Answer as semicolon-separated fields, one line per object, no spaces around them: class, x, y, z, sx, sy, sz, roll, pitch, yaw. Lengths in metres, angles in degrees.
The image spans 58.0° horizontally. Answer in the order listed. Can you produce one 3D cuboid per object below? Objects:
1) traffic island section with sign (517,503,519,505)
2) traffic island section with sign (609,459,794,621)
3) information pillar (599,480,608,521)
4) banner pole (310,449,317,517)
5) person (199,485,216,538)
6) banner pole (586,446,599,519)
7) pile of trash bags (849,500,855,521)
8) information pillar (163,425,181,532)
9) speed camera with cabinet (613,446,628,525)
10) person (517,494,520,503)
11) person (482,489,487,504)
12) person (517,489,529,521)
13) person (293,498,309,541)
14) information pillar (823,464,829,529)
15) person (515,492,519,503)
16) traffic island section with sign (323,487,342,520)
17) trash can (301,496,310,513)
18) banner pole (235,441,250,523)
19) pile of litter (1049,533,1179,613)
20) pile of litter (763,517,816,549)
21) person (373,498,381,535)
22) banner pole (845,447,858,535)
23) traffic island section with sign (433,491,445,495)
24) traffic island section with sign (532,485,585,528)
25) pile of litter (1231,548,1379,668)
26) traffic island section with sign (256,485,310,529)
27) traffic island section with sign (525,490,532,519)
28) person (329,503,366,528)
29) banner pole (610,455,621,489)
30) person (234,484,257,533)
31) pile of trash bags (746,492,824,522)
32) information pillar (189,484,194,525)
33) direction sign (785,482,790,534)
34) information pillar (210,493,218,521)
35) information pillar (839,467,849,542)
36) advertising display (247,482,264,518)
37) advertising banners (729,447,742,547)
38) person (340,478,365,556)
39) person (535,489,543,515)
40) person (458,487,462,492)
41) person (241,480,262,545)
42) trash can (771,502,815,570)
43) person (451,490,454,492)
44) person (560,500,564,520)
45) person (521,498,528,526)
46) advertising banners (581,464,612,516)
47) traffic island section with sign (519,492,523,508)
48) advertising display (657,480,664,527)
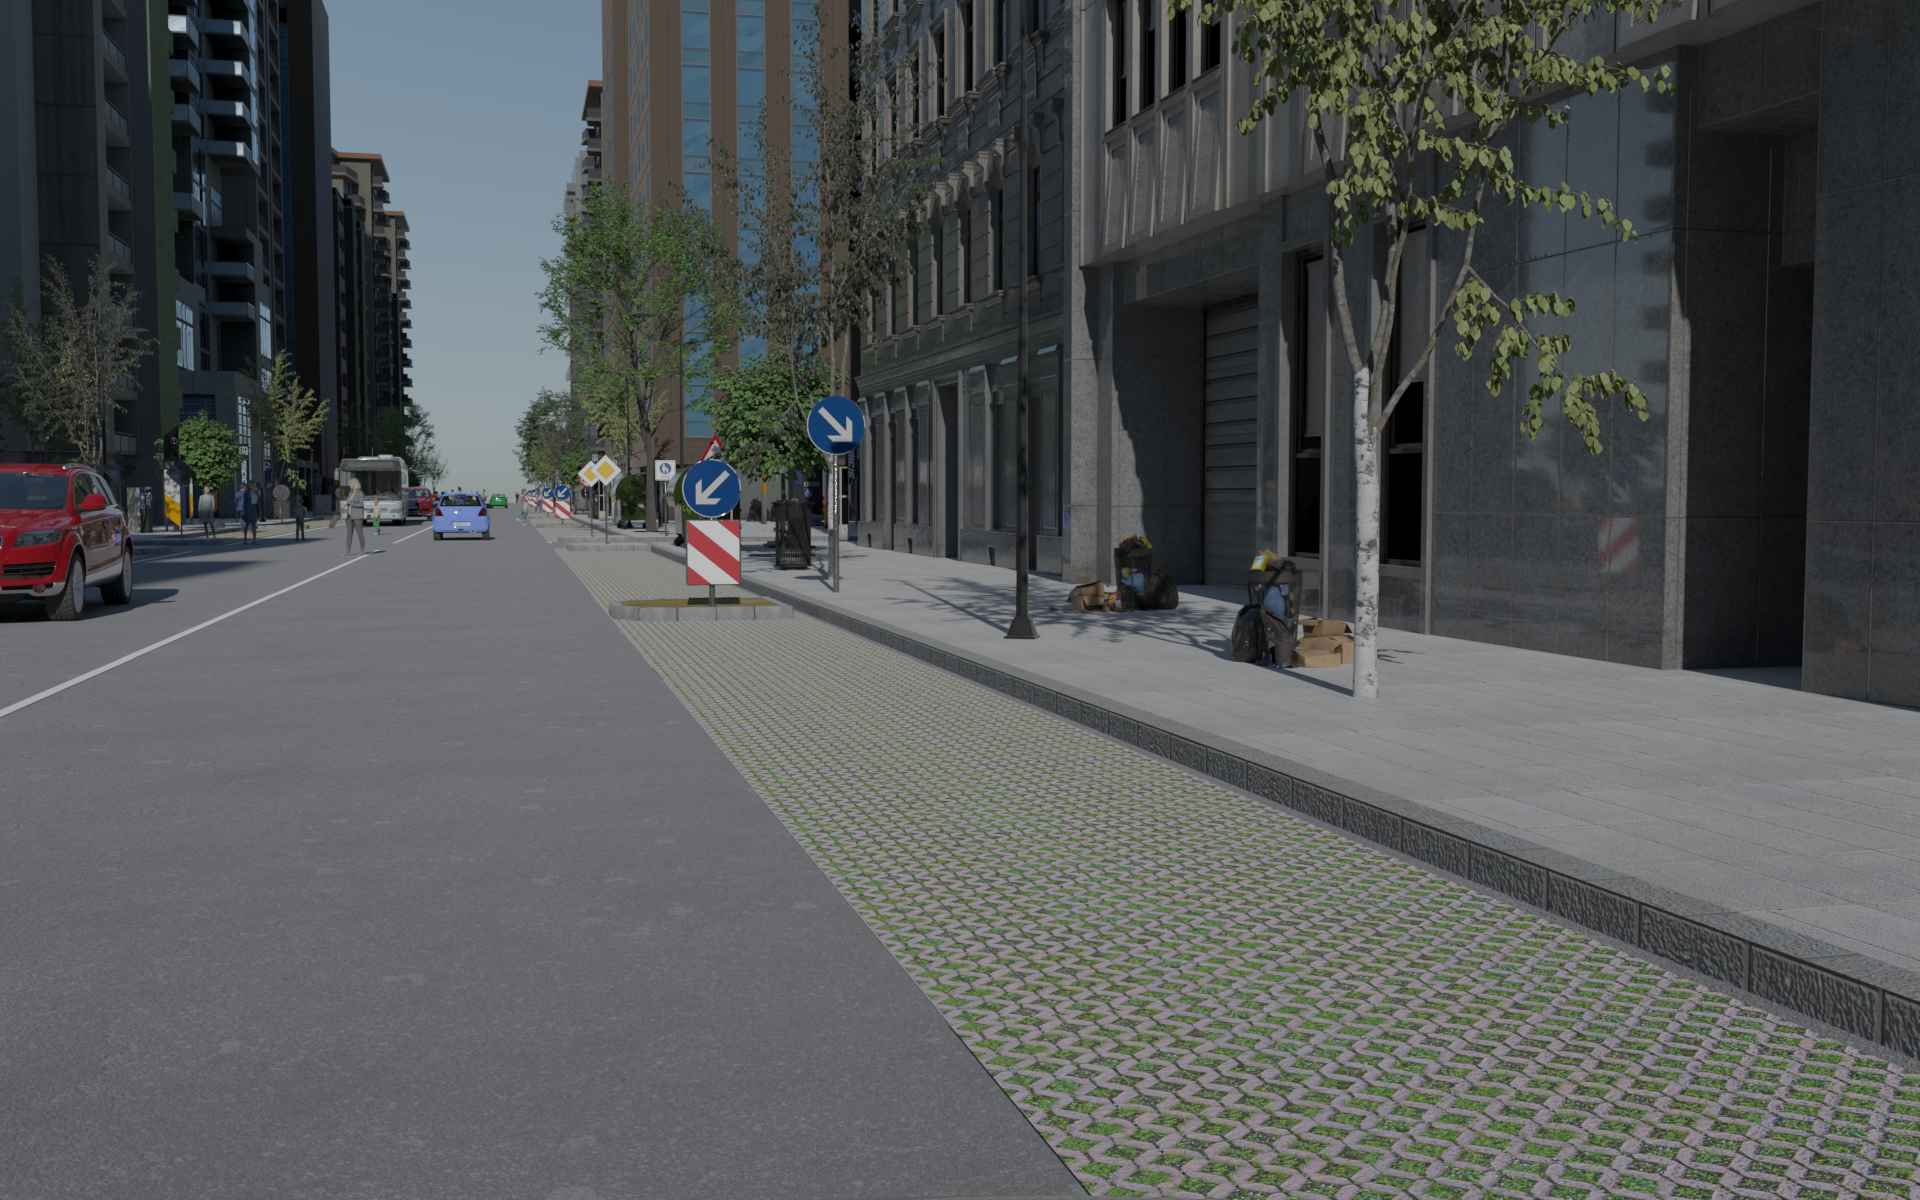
traffic island section with sign;-43.472;-10.168;174.871;1.989;1.847;2.006;-1;4;-15
traffic island section with sign;-3.100;-0.716;20.337;1.989;1.847;2.006;-1;4;-15
information pillar;-17.142;-4.815;83.219;0.304;2.012;0.304;2;4;24
banner pole;-36.185;-6.528;96.748;0.401;3.779;0.863;-1;4;-12
person;-23.361;-2.707;53.767;0.512;1.701;0.522;-1;4;-14
banner pole;-19.177;-6.148;90.542;0.863;3.779;0.401;2;4;30
pile of trash bags;-5.803;-4.468;82.803;1.912;1.369;3.447;-3;5;-40
information pillar;-26.470;-4.090;58.228;0.504;3.616;0.183;-1;4;-22
speed camera with cabinet;-14.011;-4.719;71.493;0.660;3.252;2.038;-1;4;-10
person;-70.988;-16.444;278.279;0.530;1.710;0.541;-3;5;-43
person;-39.437;-8.290;143.901;0.599;1.838;0.709;-1;4;-13
person;-23.376;-5.088;92.529;0.643;1.720;0.563;-1;4;-8
person;-20.273;-2.476;53.249;0.475;1.303;0.640;-1;4;-11
information pillar;-4.937;-4.455;64.197;0.183;3.616;0.504;1;4;12
person;-68.140;-15.727;266.454;0.721;1.723;1.217;1;4;11
traffic island section with sign;-34.741;-5.431;97.418;1.989;1.847;2.006;-1;4;-15
trash can;-41.204;-5.938;108.737;0.748;1.137;0.748;0;3;0
banner pole;-31.411;-5.238;75.650;0.863;3.779;0.401;0;4;4
pile of litter;1.722;-0.325;19.272;1.719;0.858;1.176;-2;4;-23
pile of litter;-4.064;-1.672;41.303;1.176;0.858;1.719;-1;4;-20
person;-20.395;-2.927;60.611;0.306;1.304;0.590;0;4;2
banner pole;-3.278;-3.935;54.354;0.863;3.779;0.401;2;4;29
traffic island section with sign;-68.283;-13.287;225.873;1.989;1.847;2.006;-1;4;-15
traffic island section with sign;-17.038;-3.978;73.668;1.989;1.847;2.006;-1;4;-15
pile of litter;2.707;0.028;13.511;1.176;0.858;1.719;3;4;37
traffic island section with sign;-27.918;-3.835;71.338;1.989;1.847;2.006;-1;4;-15
traffic island section with sign;-23.979;-5.601;100.209;1.989;1.847;2.006;-1;4;-15
person;-25.773;-3.922;72.841;1.509;1.804;0.699;-2;4;-27
banner pole;-20.753;-7.017;104.742;0.863;3.779;0.401;-1;4;-11
person;-26.136;-3.340;63.292;0.721;1.800;0.419;0;4;3
pile of trash bags;-8.240;-4.302;80.083;3.447;1.369;1.912;1;4;22
information pillar;-31.582;-4.876;71.078;0.183;3.616;0.504;-2;4;-29
direction sign;-5.488;-3.888;55.573;0.379;3.537;0.876;-2;4;-27
information pillar;-35.899;-5.608;83.038;0.504;3.616;0.183;-3;5;-44
information pillar;-3.199;-2.584;46.734;0.304;2.012;0.304;-3;5;-42
advertising display;-37.536;-5.325;92.285;0.123;1.923;0.974;2;4;26
advertising banners;-5.133;-2.647;39.472;0.090;3.025;2.074;0;4;-1
person;-14.099;-1.933;40.286;0.537;1.800;0.526;3;5;40
person;-28.387;-6.575;116.599;0.593;1.750;0.643;-3;4;-36
person;-25.068;-4.793;87.055;0.721;1.800;0.419;-2;4;-27
person;-20.048;-2.473;48.965;0.581;1.822;0.654;-3;4;-37
trash can;-2.821;-1.079;29.300;0.748;1.137;0.748;0;3;0
person;-44.298;-8.735;151.313;0.705;1.824;1.348;-2;4;-28
person;-21.805;-4.998;94.885;0.362;1.253;0.373;3;5;41
person;-19.734;-3.997;78.538;0.352;1.250;0.332;0;4;8
advertising banners;-20.871;-6.369;100.317;2.074;3.025;0.090;0;4;-7
traffic island section with sign;-36.563;-8.549;148.402;1.989;1.847;2.006;-1;4;-15
advertising display;-11.619;-3.788;67.146;0.123;1.923;0.974;0;4;-1
